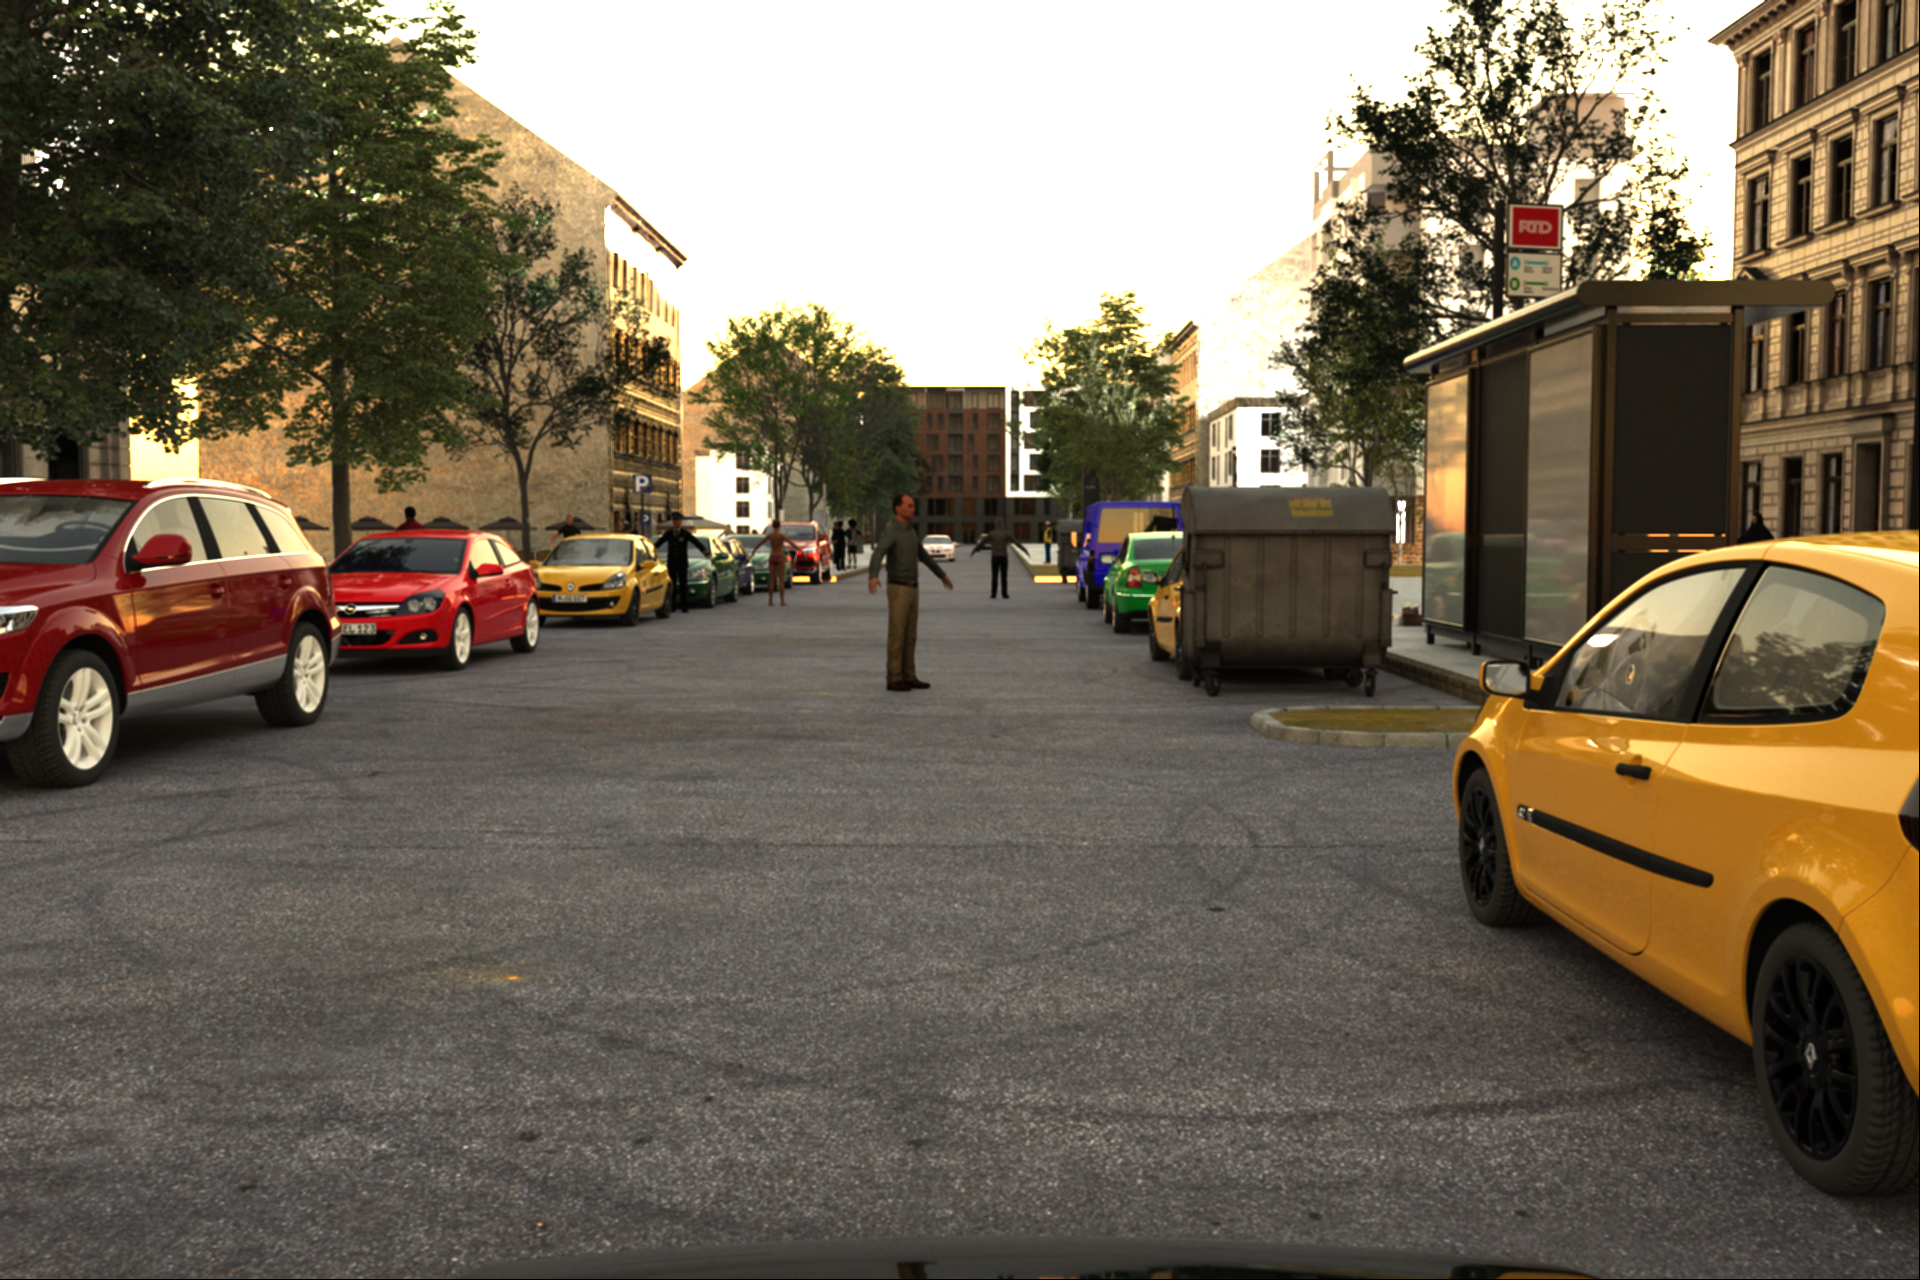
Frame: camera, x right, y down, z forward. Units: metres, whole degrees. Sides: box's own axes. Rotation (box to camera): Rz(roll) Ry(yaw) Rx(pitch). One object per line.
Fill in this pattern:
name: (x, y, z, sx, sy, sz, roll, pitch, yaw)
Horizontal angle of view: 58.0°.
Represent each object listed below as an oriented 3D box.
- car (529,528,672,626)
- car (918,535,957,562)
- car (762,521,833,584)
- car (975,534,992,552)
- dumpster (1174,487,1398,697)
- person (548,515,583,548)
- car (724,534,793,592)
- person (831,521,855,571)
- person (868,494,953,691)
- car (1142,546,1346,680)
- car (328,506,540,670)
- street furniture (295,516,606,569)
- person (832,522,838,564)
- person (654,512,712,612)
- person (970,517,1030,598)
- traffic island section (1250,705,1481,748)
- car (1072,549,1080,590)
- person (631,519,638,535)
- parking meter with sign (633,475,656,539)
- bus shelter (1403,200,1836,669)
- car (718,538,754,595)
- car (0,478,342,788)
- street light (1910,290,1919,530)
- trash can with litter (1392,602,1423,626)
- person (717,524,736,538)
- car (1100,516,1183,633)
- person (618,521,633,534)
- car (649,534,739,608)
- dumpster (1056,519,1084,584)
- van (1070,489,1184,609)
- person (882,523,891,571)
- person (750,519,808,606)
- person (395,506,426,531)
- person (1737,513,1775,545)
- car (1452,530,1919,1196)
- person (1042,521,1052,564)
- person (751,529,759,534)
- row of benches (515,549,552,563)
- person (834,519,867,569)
car: (-5.838, -1.095, 28.122, 2.015, 1.641, 3.980, 0, 4, 2)
car: (-1.213, -4.843, 91.547, 2.083, 1.381, 4.827, 0, 4, 1)
car: (-4.929, -2.586, 50.949, 2.281, 1.827, 5.304, 0, 4, 1)
car: (2.184, -7.850, 138.134, 2.009, 1.686, 4.222, 0, 3, 0)
dumpster: (2.926, -0.459, 15.724, 1.865, 1.857, 1.264, 0, 4, 1)
person: (-10.741, -2.539, 47.731, 1.348, 1.803, 0.705, -2, 4, -33)
car: (-5.372, -1.997, 44.444, 2.131, 1.459, 4.920, 0, 4, 1)
person: (-4.136, -3.315, 60.920, 1.216, 1.740, 0.721, 3, 5, 42)
person: (-0.500, -0.442, 15.948, 0.705, 1.796, 1.348, 2, 4, 31)
car: (2.995, -0.502, 18.437, 2.015, 1.641, 3.980, 0, 4, 0)
car: (-6.088, -0.643, 19.551, 2.155, 1.783, 4.494, 0, 4, 1)
street furniture: (-26.798, -3.424, 61.015, 27.439, 1.986, 14.083, 0, 4, -5)
person: (-5.284, -4.160, 74.239, 0.704, 1.802, 1.346, 1, 4, 14)
person: (-5.171, -1.424, 31.668, 1.347, 1.837, 0.705, 0, 4, 5)
person: (0.887, -1.842, 38.694, 1.348, 1.813, 0.705, 1, 4, 8)
traffic island section: (3.167, 0.627, 12.614, 1.991, 0.108, 1.994, 0, 4, 1)
car: (3.844, -2.058, 43.442, 2.009, 1.686, 4.222, 0, 4, 1)
person: (-11.113, -3.277, 59.762, 1.347, 1.806, 0.705, 3, 4, 36)
parking meter with sign: (-9.295, -3.385, 51.609, 0.543, 3.016, 1.738, 0, 4, 1)
bus shelter: (6.225, -2.507, 18.625, 2.179, 5.291, 8.768, 0, 4, 1)
car: (-5.778, -1.652, 39.596, 1.945, 1.354, 3.894, 0, 4, 2)
car: (-5.906, -0.172, 11.481, 2.281, 1.827, 5.304, 0, 4, 2)
street light: (6.528, -2.334, 10.703, 1.470, 5.913, 1.316, 0, 4, 1)
trash can with litter: (6.605, -0.783, 24.195, 1.055, 1.170, 0.624, 0, 4, 2)
person: (-12.214, -5.210, 91.375, 1.347, 1.806, 0.705, -1, 4, -16)
car: (3.151, -1.079, 26.440, 1.959, 1.807, 4.718, 0, 4, 2)
person: (-14.119, -4.131, 73.315, 1.354, 1.858, 0.705, 0, 4, -6)
car: (-5.636, -1.424, 35.086, 2.131, 1.459, 4.920, 0, 4, 2)
dumpster: (3.743, -2.585, 50.475, 1.865, 1.857, 1.264, 0, 4, 0)
van: (3.394, -1.865, 34.881, 2.240, 2.365, 5.245, 0, 4, 1)
person: (-2.715, -3.593, 66.986, 0.705, 1.856, 1.354, -1, 4, -12)
person: (-3.655, -1.563, 34.807, 1.217, 1.733, 0.721, 1, 4, 14)
person: (-10.664, -1.680, 33.579, 0.704, 1.816, 1.345, 3, 5, 42)
person: (17.236, -1.887, 37.640, 0.721, 1.737, 1.214, -2, 4, -23)
car: (2.718, 0.310, 5.163, 2.015, 1.641, 3.980, 0, 4, 1)
person: (3.778, -4.229, 75.106, 0.705, 1.833, 1.349, 0, 4, -5)
person: (-6.672, -2.839, 55.681, 0.599, 1.433, 0.991, 2, 4, 25)
row of benches: (-18.107, -3.386, 70.816, 4.104, 0.672, 1.422, -3, 5, -40)
person: (-4.036, -3.569, 64.493, 1.345, 1.843, 0.704, -2, 4, -32)
